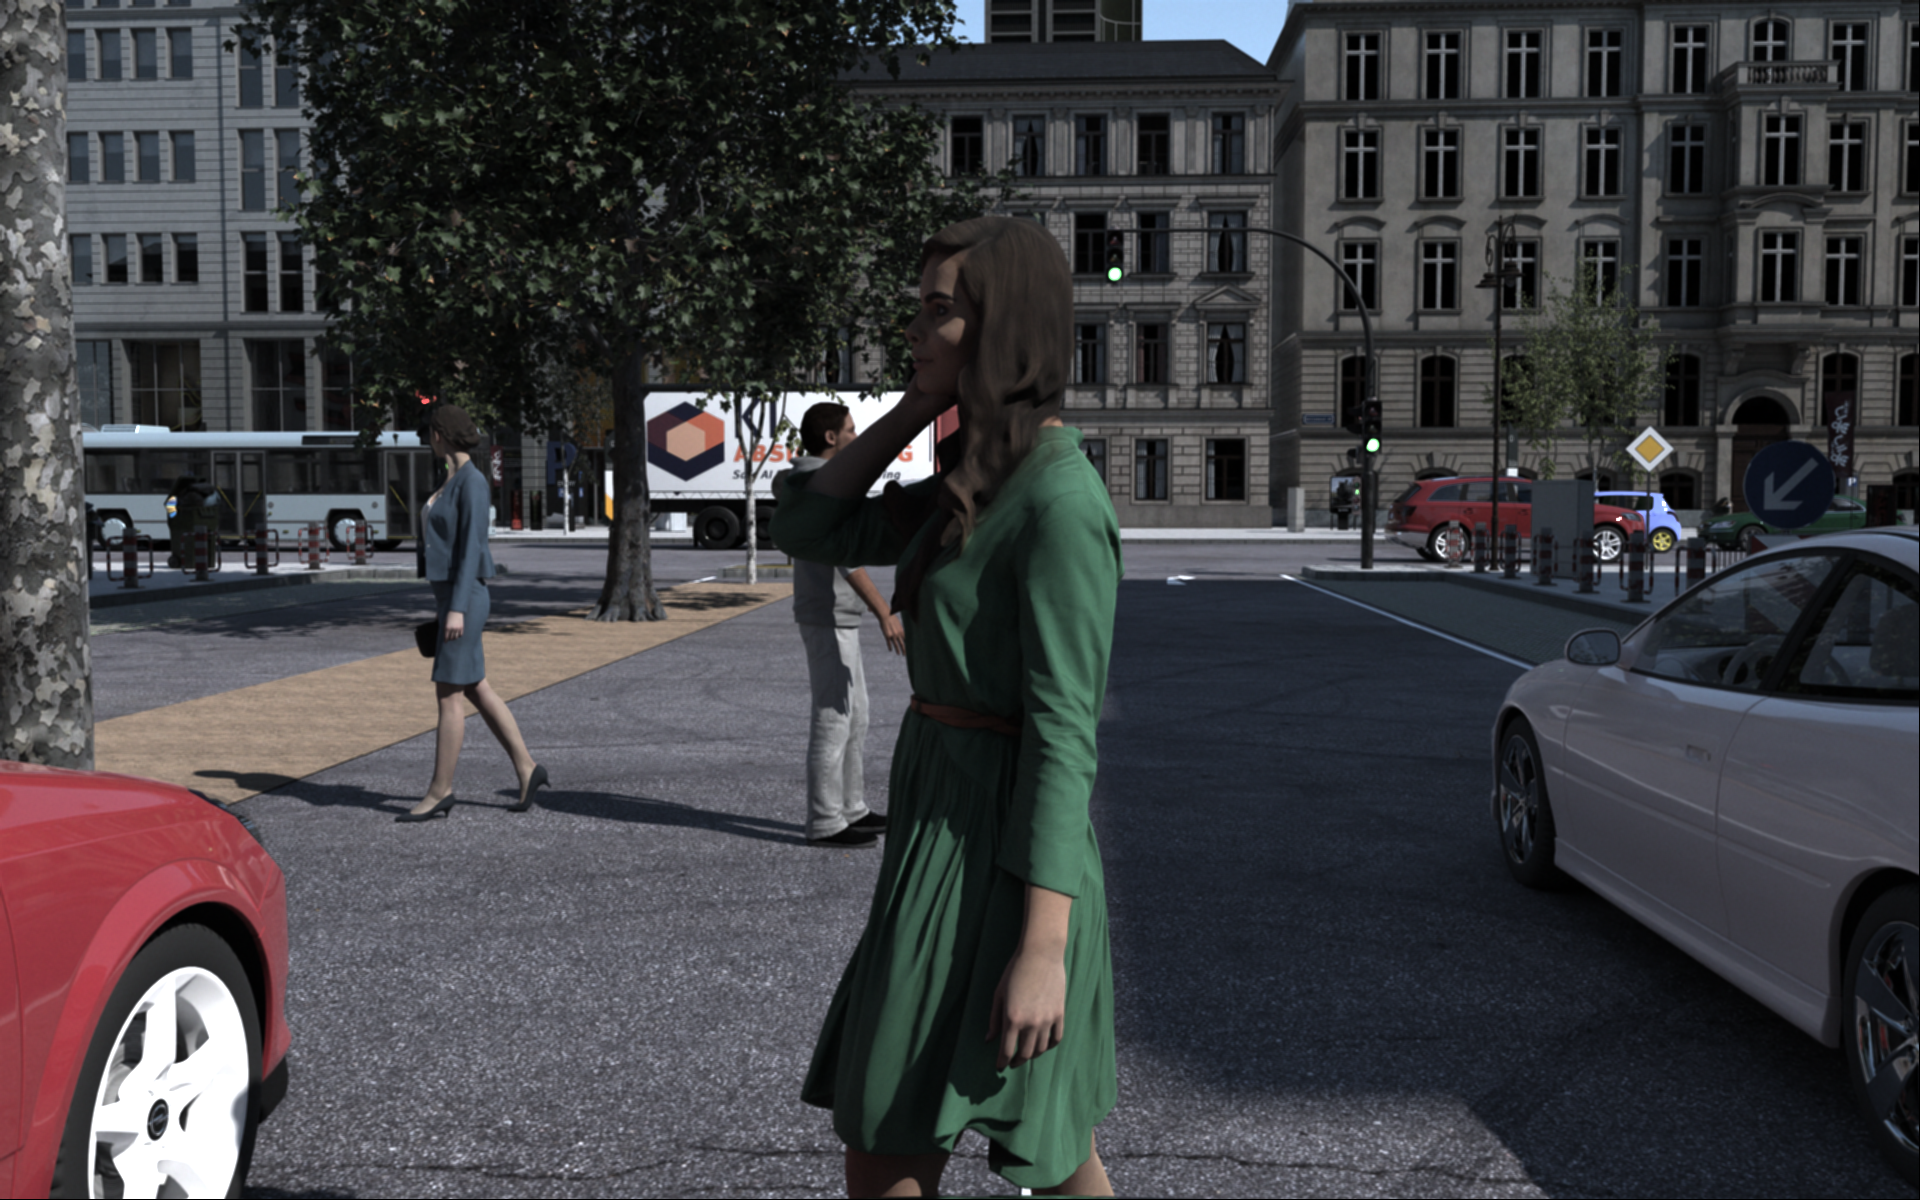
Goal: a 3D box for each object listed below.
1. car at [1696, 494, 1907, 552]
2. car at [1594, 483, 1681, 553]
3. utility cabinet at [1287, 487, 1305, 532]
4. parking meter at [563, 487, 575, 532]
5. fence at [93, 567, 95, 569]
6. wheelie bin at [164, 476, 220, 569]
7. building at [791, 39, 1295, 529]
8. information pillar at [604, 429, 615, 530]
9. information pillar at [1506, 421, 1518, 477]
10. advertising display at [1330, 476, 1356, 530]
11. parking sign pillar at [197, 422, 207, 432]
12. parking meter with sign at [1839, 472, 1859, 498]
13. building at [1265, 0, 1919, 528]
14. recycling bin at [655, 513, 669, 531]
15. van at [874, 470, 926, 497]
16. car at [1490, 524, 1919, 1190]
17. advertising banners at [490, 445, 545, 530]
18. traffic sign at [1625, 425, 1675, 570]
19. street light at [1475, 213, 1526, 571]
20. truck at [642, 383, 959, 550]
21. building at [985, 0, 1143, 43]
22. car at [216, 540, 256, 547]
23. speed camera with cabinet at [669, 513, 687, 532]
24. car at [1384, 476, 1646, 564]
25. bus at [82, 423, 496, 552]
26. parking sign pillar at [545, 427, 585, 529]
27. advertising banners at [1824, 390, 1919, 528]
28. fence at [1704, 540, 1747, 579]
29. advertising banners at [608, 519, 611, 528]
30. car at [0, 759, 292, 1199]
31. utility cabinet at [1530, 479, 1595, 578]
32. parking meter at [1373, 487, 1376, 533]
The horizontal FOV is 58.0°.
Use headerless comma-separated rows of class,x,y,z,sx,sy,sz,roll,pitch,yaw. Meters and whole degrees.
car,21.150,-1.946,43.609,4.920,1.459,2.131,0,4,5
car,15.742,-2.024,42.690,3.694,1.707,1.945,0,4,4
utility cabinet,11.308,-3.030,58.225,0.318,1.500,1.173,0,4,-3
parking meter,-13.365,-3.109,59.238,0.372,1.533,0.369,0,3,0
fence,-15.613,-0.833,28.987,0.278,0.683,2.069,3,5,42
wheelie bin,-13.177,-1.341,29.831,0.693,1.594,0.980,1,4,18
building,2.824,-12.501,69.018,19.286,19.102,10.561,0,4,3
information pillar,-12.401,-4.290,61.500,0.183,3.616,0.504,3,5,43
information pillar,17.724,-3.934,55.679,0.504,3.616,0.183,-2,4,-33
advertising display,13.633,-3.448,61.583,0.974,1.923,0.123,2,4,32
parking sign pillar,-28.397,-4.641,64.352,1.447,3.967,1.447,0,4,-4
parking meter with sign,30.770,-3.899,60.007,0.543,3.016,1.738,1,4,9
building,30.129,-15.314,69.464,34.723,24.649,14.460,0,4,3
recycling bin,-10.307,-2.981,61.300,0.722,1.027,0.722,-3,5,-43
van,-1.380,-2.146,42.096,4.112,2.044,2.013,0,4,2
car,2.914,0.459,4.855,2.083,1.381,4.827,0,4,2
advertising banners,-15.677,-3.982,61.288,2.074,3.025,0.090,1,4,14
traffic sign,11.578,-1.710,29.141,0.795,2.450,0.064,1,4,11
street light,8.956,-3.430,28.868,0.468,5.910,1.993,0,4,3
truck,-2.870,-3.429,44.981,11.283,4.237,2.839,0,4,2
building,13.937,-48.567,232.316,20.611,71.187,20.563,0,4,3
car,-21.127,-2.188,47.569,4.920,1.459,2.131,0,4,4
speed camera with cabinet,-9.706,-3.980,59.414,0.660,3.252,2.038,-1,4,-11
car,11.717,-1.711,36.652,5.304,1.827,2.281,0,4,5
bus,-17.752,-2.997,43.860,13.247,3.499,2.948,0,4,5
parking sign pillar,-14.603,-4.616,63.951,1.447,3.967,1.447,1,4,11
advertising banners,15.342,-1.992,28.751,0.090,3.025,2.074,-3,4,-37
fence,10.671,-0.435,22.481,2.069,0.683,0.278,0,4,3
advertising banners,-12.922,-4.216,65.121,0.090,3.025,2.074,-2,4,-28
car,-2.344,0.444,1.779,2.155,1.783,4.494,0,4,4
utility cabinet,9.238,-1.093,26.554,0.318,1.500,1.173,-1,4,-16
parking meter,13.452,-2.962,56.843,0.372,1.533,0.369,0,3,0
